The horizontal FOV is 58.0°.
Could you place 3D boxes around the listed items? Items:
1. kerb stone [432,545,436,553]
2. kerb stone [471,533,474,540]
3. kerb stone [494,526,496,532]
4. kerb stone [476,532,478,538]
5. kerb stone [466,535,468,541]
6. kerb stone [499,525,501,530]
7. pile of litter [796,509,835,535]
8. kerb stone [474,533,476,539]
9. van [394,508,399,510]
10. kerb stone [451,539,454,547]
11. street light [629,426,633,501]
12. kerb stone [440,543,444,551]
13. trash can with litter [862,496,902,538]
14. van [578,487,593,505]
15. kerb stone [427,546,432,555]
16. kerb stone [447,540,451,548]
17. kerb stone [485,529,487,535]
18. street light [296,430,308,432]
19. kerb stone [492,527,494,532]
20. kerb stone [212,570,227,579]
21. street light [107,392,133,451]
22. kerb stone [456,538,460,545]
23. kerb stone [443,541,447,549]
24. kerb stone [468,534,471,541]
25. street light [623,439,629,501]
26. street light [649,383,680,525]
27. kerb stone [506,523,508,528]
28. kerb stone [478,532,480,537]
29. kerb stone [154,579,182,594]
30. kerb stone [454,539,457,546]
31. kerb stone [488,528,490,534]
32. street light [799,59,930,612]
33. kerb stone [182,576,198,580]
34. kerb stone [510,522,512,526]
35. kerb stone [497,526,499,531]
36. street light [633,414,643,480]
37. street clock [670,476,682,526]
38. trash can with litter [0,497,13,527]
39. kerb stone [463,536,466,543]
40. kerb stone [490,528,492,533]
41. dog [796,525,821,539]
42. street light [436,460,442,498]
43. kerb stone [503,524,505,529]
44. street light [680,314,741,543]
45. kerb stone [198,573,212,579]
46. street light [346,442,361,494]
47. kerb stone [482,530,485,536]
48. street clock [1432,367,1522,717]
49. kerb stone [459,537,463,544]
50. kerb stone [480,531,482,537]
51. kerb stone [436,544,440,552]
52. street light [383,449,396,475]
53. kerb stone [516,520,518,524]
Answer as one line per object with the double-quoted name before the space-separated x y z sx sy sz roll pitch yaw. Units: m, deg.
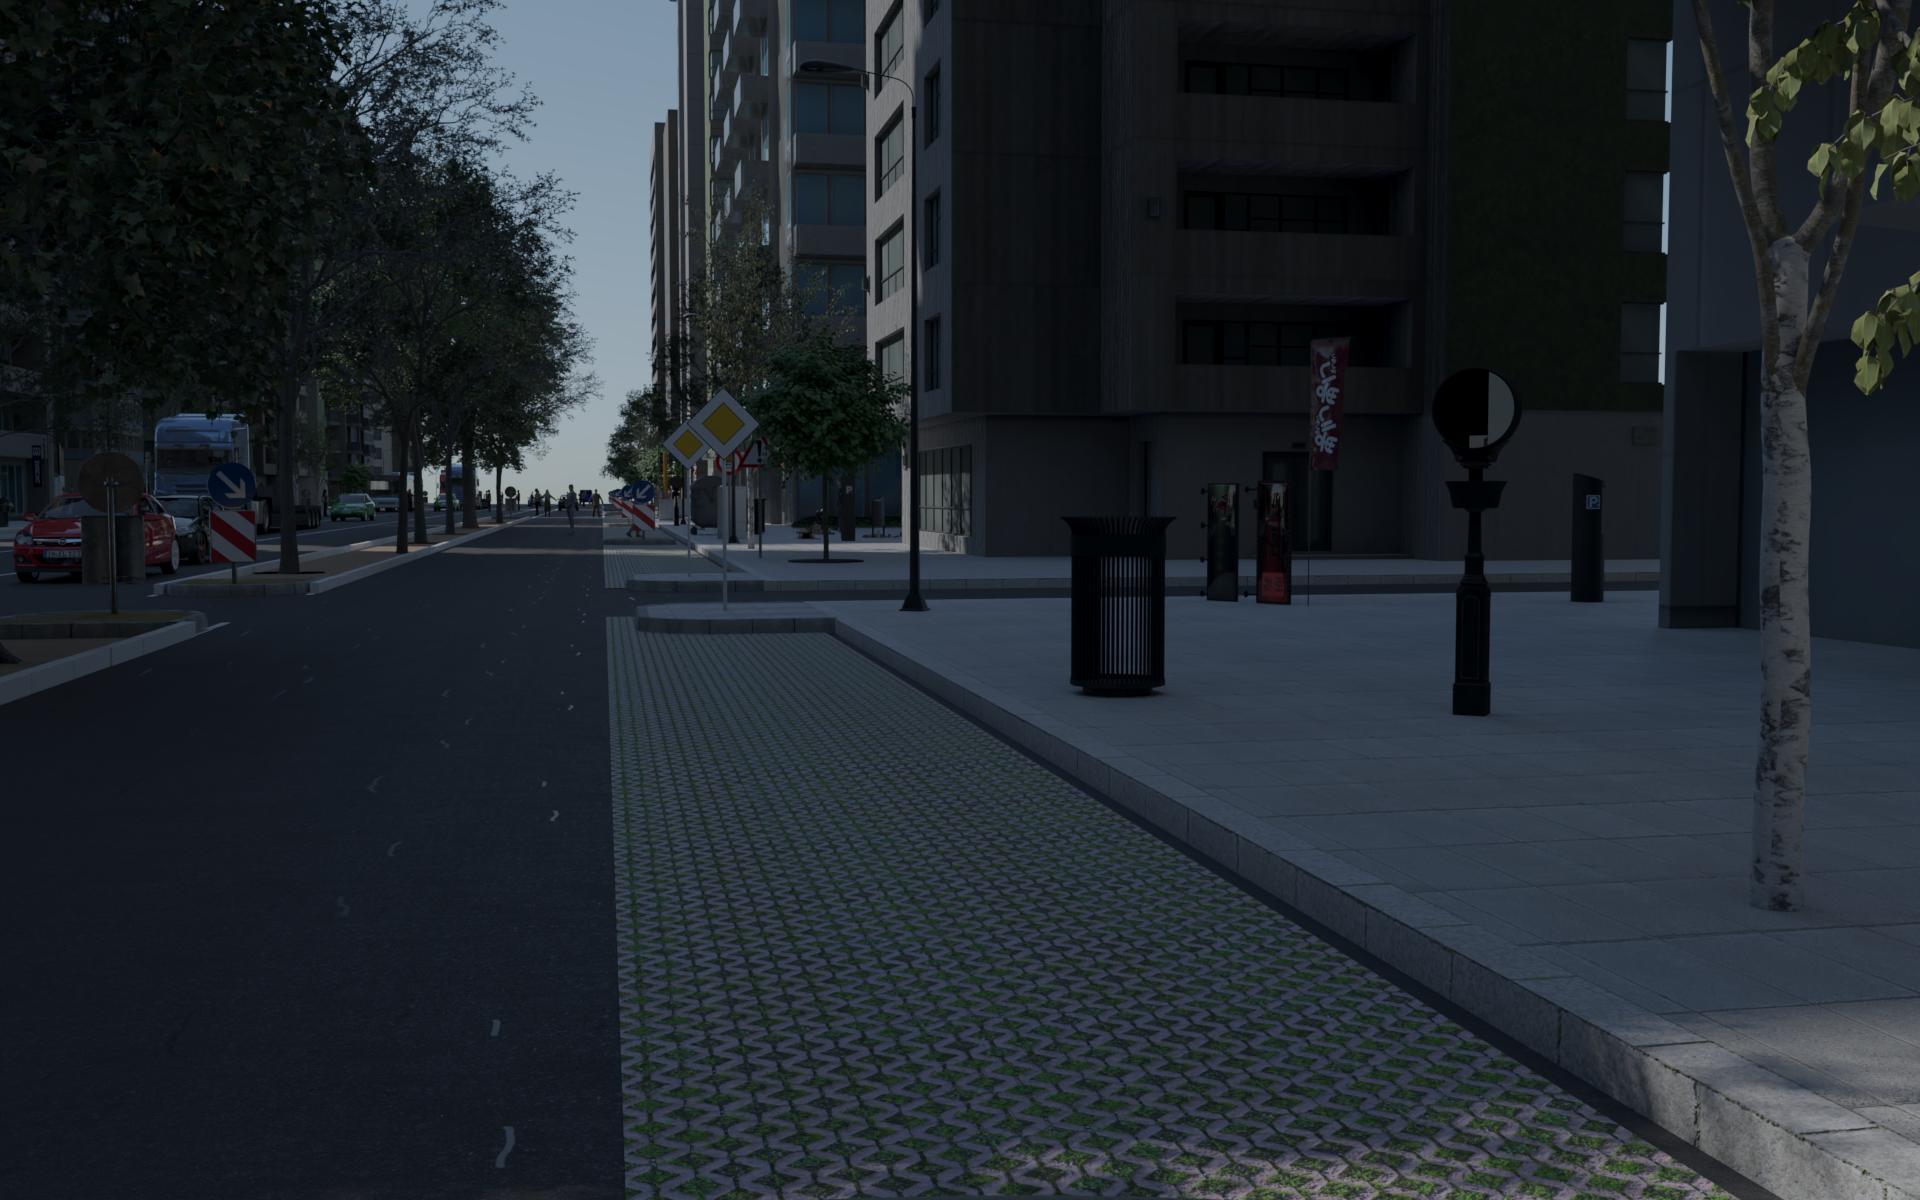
"kerb stone" -12.740 -1.184 41.561 0.120 0.150 1.000 -1 4 -12
"kerb stone" -15.230 -1.921 53.597 0.120 0.150 1.000 -1 4 -12
"kerb stone" -17.510 -2.595 64.628 0.120 0.150 1.000 -1 4 -12
"kerb stone" -15.649 -2.042 55.601 0.120 0.150 1.000 -1 4 -12
"kerb stone" -14.819 -1.798 51.594 0.120 0.150 1.000 -1 4 -12
"kerb stone" -18.138 -2.779 67.646 0.120 0.150 1.000 -1 4 -12
"pile of litter" -4.606 -2.526 55.271 1.176 0.858 1.719 -1 4 -17
"kerb stone" -15.438 -1.977 54.598 0.120 0.150 1.000 -1 4 -12
"van" -49.703 -9.044 154.874 2.013 2.044 4.112 -1 4 -10
"kerb stone" -13.779 -1.491 46.575 0.120 0.150 1.000 -1 4 -12
"street light" -21.657 -8.916 118.315 1.470 5.913 1.316 -1 4 -12
"kerb stone" -13.156 -1.302 43.570 0.120 0.150 1.000 -1 4 -12
"trash can with litter" -2.081 -2.456 51.206 1.678 1.210 2.233 3 4 37
"van" -51.535 -14.336 238.773 2.240 2.365 5.245 -1 4 -11
"kerb stone" -12.540 -1.122 40.559 0.120 0.150 1.000 -1 4 -12
"kerb stone" -13.575 -1.430 45.574 0.120 0.150 1.000 -1 4 -12
"kerb stone" -16.476 -2.283 59.612 0.120 0.150 1.000 -1 4 -12
"street light" -47.948 -9.361 125.596 1.470 5.913 1.316 -1 4 -12
"kerb stone" -17.300 -2.534 63.623 0.120 0.150 1.000 -1 4 -12
"kerb stone" -12.093 -0.359 28.073 0.120 0.150 1.000 -1 4 -12
"street light" -38.287 -6.518 79.116 1.470 5.913 1.316 -1 4 -12
"kerb stone" -14.193 -1.609 48.585 0.120 0.150 1.000 -1 4 -12
"kerb stone" -13.367 -1.369 44.573 0.120 0.150 1.000 -1 4 -12
"kerb stone" -15.030 -1.857 52.594 0.120 0.150 1.000 -1 4 -12
"street light" -27.568 -10.667 146.942 1.470 5.913 1.316 -1 4 -12
"street light" -12.193 -6.128 72.740 1.470 5.913 1.316 -1 4 -12
"kerb stone" -19.172 -3.087 72.664 0.120 0.150 1.000 -1 4 -12
"kerb stone" -15.855 -2.101 56.609 0.120 0.150 1.000 -1 4 -12
"kerb stone" -11.480 -0.176 25.067 0.120 0.150 1.000 -1 4 -12
"kerb stone" -13.985 -1.546 47.584 0.120 0.150 1.000 -1 4 -12
"kerb stone" -16.895 -2.411 61.613 0.120 0.150 1.000 -1 4 -12
"street light" -1.029 -2.829 18.793 1.470 5.913 1.316 -1 4 -12
"kerb stone" -11.685 -0.237 26.070 0.120 0.150 1.000 -1 4 -12
"kerb stone" -19.793 -3.269 75.672 0.120 0.150 1.000 -1 4 -12
"kerb stone" -17.931 -2.718 66.641 0.120 0.150 1.000 -1 4 -12
"street light" -18.051 -7.834 100.621 1.470 5.913 1.316 -1 4 -12
"street clock" -11.407 -3.980 69.651 0.471 2.002 0.358 -1 4 -19
"trash can with litter" -37.013 -3.372 66.526 0.624 1.170 1.055 2 4 28
"kerb stone" -14.607 -1.737 50.594 0.120 0.150 1.000 -1 4 -12
"kerb stone" -17.097 -2.466 62.615 0.120 0.150 1.000 -1 4 -12
"dog" -4.320 -1.924 49.195 0.550 0.427 0.748 -2 4 -30
"street light" -70.528 -16.055 235.035 1.470 5.913 1.316 -1 4 -12
"kerb stone" -18.752 -2.964 70.656 0.120 0.150 1.000 -1 4 -12
"street light" -6.423 -4.422 44.842 1.470 5.913 1.316 -1 4 -12
"kerb stone" -11.900 -0.298 27.069 0.120 0.150 1.000 -1 4 -12
"street light" -53.751 -11.067 153.488 1.470 5.913 1.316 -1 4 -12
"kerb stone" -16.262 -2.227 58.613 0.120 0.150 1.000 -1 4 -12
"street clock" 2.982 -0.334 10.038 0.471 2.002 0.358 2 4 26
"kerb stone" -14.406 -1.673 49.587 0.120 0.150 1.000 -1 4 -12
"kerb stone" -16.065 -2.166 57.609 0.120 0.150 1.000 -1 4 -12
"kerb stone" -12.957 -1.244 42.560 0.120 0.150 1.000 -1 4 -12
"street light" -58.816 -12.593 178.433 1.470 5.913 1.316 -1 4 -12
"kerb stone" -21.046 -3.639 81.695 0.120 0.150 1.000 -1 4 -12
